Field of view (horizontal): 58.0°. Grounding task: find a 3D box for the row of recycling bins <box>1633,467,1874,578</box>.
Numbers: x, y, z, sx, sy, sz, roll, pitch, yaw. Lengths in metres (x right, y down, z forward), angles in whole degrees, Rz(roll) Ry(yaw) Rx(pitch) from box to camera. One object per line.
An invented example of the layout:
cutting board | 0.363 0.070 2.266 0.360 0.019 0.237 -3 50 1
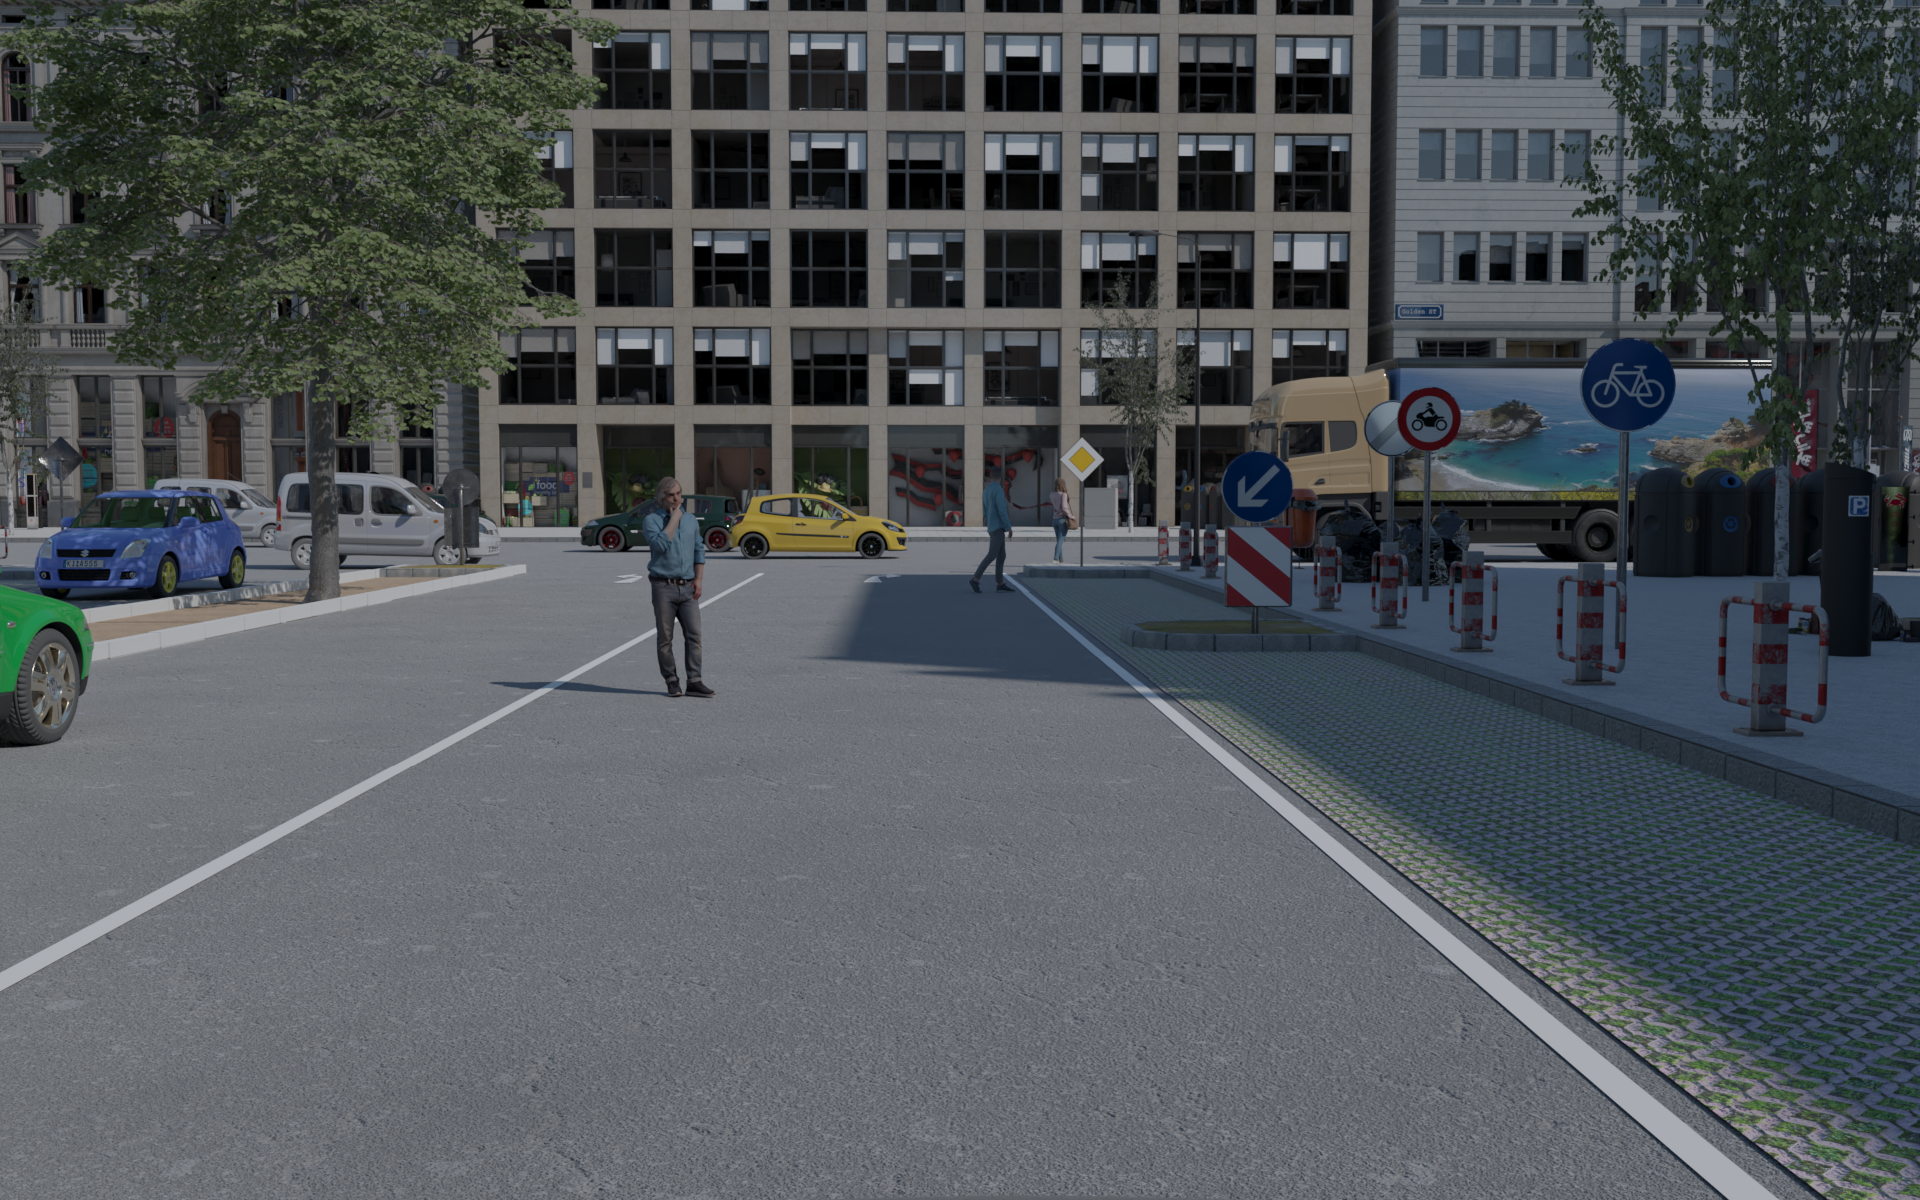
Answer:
row of recycling bins | 12.289 -1.227 27.169 3.534 1.692 1.069 0 4 -7

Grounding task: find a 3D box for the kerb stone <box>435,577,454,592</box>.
kerb stone | -7.776 -0.222 25.823 0.120 0.150 1.000 0 4 -2

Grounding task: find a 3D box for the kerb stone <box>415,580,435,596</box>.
kerb stone | -7.743 -0.159 24.789 0.120 0.150 1.000 0 4 -2

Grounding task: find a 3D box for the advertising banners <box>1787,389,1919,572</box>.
advertising banners | 14.738 -1.989 28.714 2.074 3.025 0.090 0 4 8

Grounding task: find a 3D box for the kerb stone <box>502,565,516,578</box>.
kerb stone | -7.891 -0.473 29.926 0.120 0.150 1.000 0 4 -2

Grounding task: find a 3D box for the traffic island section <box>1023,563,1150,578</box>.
traffic island section | 2.171 -0.512 30.650 2.009 0.180 2.903 0 4 -2

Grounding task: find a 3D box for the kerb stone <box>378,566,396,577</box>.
kerb stone | -9.992 -0.462 29.911 0.120 0.150 1.000 0 4 -2

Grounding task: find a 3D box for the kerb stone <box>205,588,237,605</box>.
kerb stone | -9.779 -0.022 22.717 0.120 0.150 1.000 0 4 -2

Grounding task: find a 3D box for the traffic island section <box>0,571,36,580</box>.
traffic island section | -15.613 -0.480 30.131 2.009 0.180 2.903 0 4 -2

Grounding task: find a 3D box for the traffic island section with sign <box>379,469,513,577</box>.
traffic island section with sign | -8.958 -1.372 30.561 2.006 1.907 1.989 0 4 -2

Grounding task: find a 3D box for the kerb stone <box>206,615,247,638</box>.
kerb stone | -7.530 0.281 17.608 0.120 0.150 1.000 0 4 -2

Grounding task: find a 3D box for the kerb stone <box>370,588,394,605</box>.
kerb stone | -7.676 -0.033 22.741 0.120 0.150 1.000 0 4 -2

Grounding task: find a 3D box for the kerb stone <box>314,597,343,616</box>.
kerb stone | -7.627 0.096 20.684 0.120 0.150 1.000 0 4 -2

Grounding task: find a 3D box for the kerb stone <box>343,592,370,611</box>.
kerb stone | -7.650 0.031 21.714 0.120 0.150 1.000 0 4 -2

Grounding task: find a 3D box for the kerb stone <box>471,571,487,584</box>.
kerb stone | -7.831 -0.341 27.878 0.120 0.150 1.000 0 4 -2

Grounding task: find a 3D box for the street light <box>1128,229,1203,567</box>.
street light | 3.655 -3.549 30.566 1.470 5.913 1.316 0 4 -2

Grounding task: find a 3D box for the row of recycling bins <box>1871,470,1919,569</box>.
row of recycling bins | 17.620 -1.417 30.273 3.534 1.692 1.069 -1 4 -11

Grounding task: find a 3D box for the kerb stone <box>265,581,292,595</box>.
kerb stone | -9.839 -0.158 24.775 0.120 0.150 1.000 0 4 -2

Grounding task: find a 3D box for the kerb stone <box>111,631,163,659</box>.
kerb stone | -7.466 0.413 15.560 0.120 0.150 1.000 0 4 -2

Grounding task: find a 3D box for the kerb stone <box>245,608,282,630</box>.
kerb stone | -7.561 0.218 18.632 0.120 0.150 1.000 0 4 -2

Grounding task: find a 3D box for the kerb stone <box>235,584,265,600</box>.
kerb stone | -9.815 -0.094 23.748 0.120 0.150 1.000 0 4 -2

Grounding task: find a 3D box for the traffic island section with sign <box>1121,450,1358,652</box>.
traffic island section with sign | 2.587 -0.486 16.577 1.989 1.847 2.006 0 4 -2

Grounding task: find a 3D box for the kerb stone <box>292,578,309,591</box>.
kerb stone | -9.863 -0.218 25.801 0.120 0.150 1.000 0 4 -2

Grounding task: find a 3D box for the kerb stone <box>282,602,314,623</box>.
kerb stone | -7.591 0.157 19.656 0.120 0.150 1.000 0 4 -2

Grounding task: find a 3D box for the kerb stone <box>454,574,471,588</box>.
kerb stone | -7.805 -0.284 26.849 0.120 0.150 1.000 0 4 -2

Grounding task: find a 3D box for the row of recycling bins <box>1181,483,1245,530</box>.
row of recycling bins | 9.258 -3.433 63.241 1.069 1.692 3.534 -2 4 -26

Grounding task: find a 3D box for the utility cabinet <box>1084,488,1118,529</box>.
utility cabinet | 5.100 -3.294 62.539 1.173 1.500 0.318 1 4 23

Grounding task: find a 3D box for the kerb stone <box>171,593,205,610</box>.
kerb stone | -9.748 0.031 21.690 0.120 0.150 1.000 0 4 -2

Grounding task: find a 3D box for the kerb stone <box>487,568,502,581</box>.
kerb stone | -7.859 -0.404 28.902 0.120 0.150 1.000 0 4 -2

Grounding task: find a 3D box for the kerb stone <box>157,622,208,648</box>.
kerb stone | -7.495 0.343 16.584 0.120 0.150 1.000 0 4 -2

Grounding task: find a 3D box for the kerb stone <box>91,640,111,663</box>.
kerb stone | -7.437 0.469 14.527 0.120 0.150 1.000 0 4 -2

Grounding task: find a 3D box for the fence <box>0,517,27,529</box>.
fence | -35.387 -3.263 64.553 0.480 1.192 2.264 -1 4 -11

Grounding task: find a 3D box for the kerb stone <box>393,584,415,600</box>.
kerb stone | -7.716 -0.096 23.764 0.120 0.150 1.000 0 4 -2

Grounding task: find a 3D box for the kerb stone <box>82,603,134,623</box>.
kerb stone | -9.688 0.156 19.642 0.120 0.150 1.000 0 4 -2

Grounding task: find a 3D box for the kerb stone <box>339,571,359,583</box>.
kerb stone | -9.937 -0.346 27.859 0.120 0.150 1.000 0 4 -2

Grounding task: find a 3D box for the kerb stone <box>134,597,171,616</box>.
kerb stone | -9.717 0.098 20.666 0.120 0.150 1.000 0 4 -2

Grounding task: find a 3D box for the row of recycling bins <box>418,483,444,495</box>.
row of recycling bins | -19.931 -3.430 63.197 3.534 1.692 1.069 -3 4 -38

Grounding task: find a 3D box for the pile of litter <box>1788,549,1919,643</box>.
pile of litter | 8.183 -0.106 15.695 1.176 0.858 1.719 0 4 -2

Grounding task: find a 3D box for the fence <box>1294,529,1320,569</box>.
fence | 6.790 -0.886 29.855 2.069 0.683 0.278 -1 4 -10

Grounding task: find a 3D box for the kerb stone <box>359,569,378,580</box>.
kerb stone | -9.970 -0.409 28.883 0.120 0.150 1.000 0 4 -2
